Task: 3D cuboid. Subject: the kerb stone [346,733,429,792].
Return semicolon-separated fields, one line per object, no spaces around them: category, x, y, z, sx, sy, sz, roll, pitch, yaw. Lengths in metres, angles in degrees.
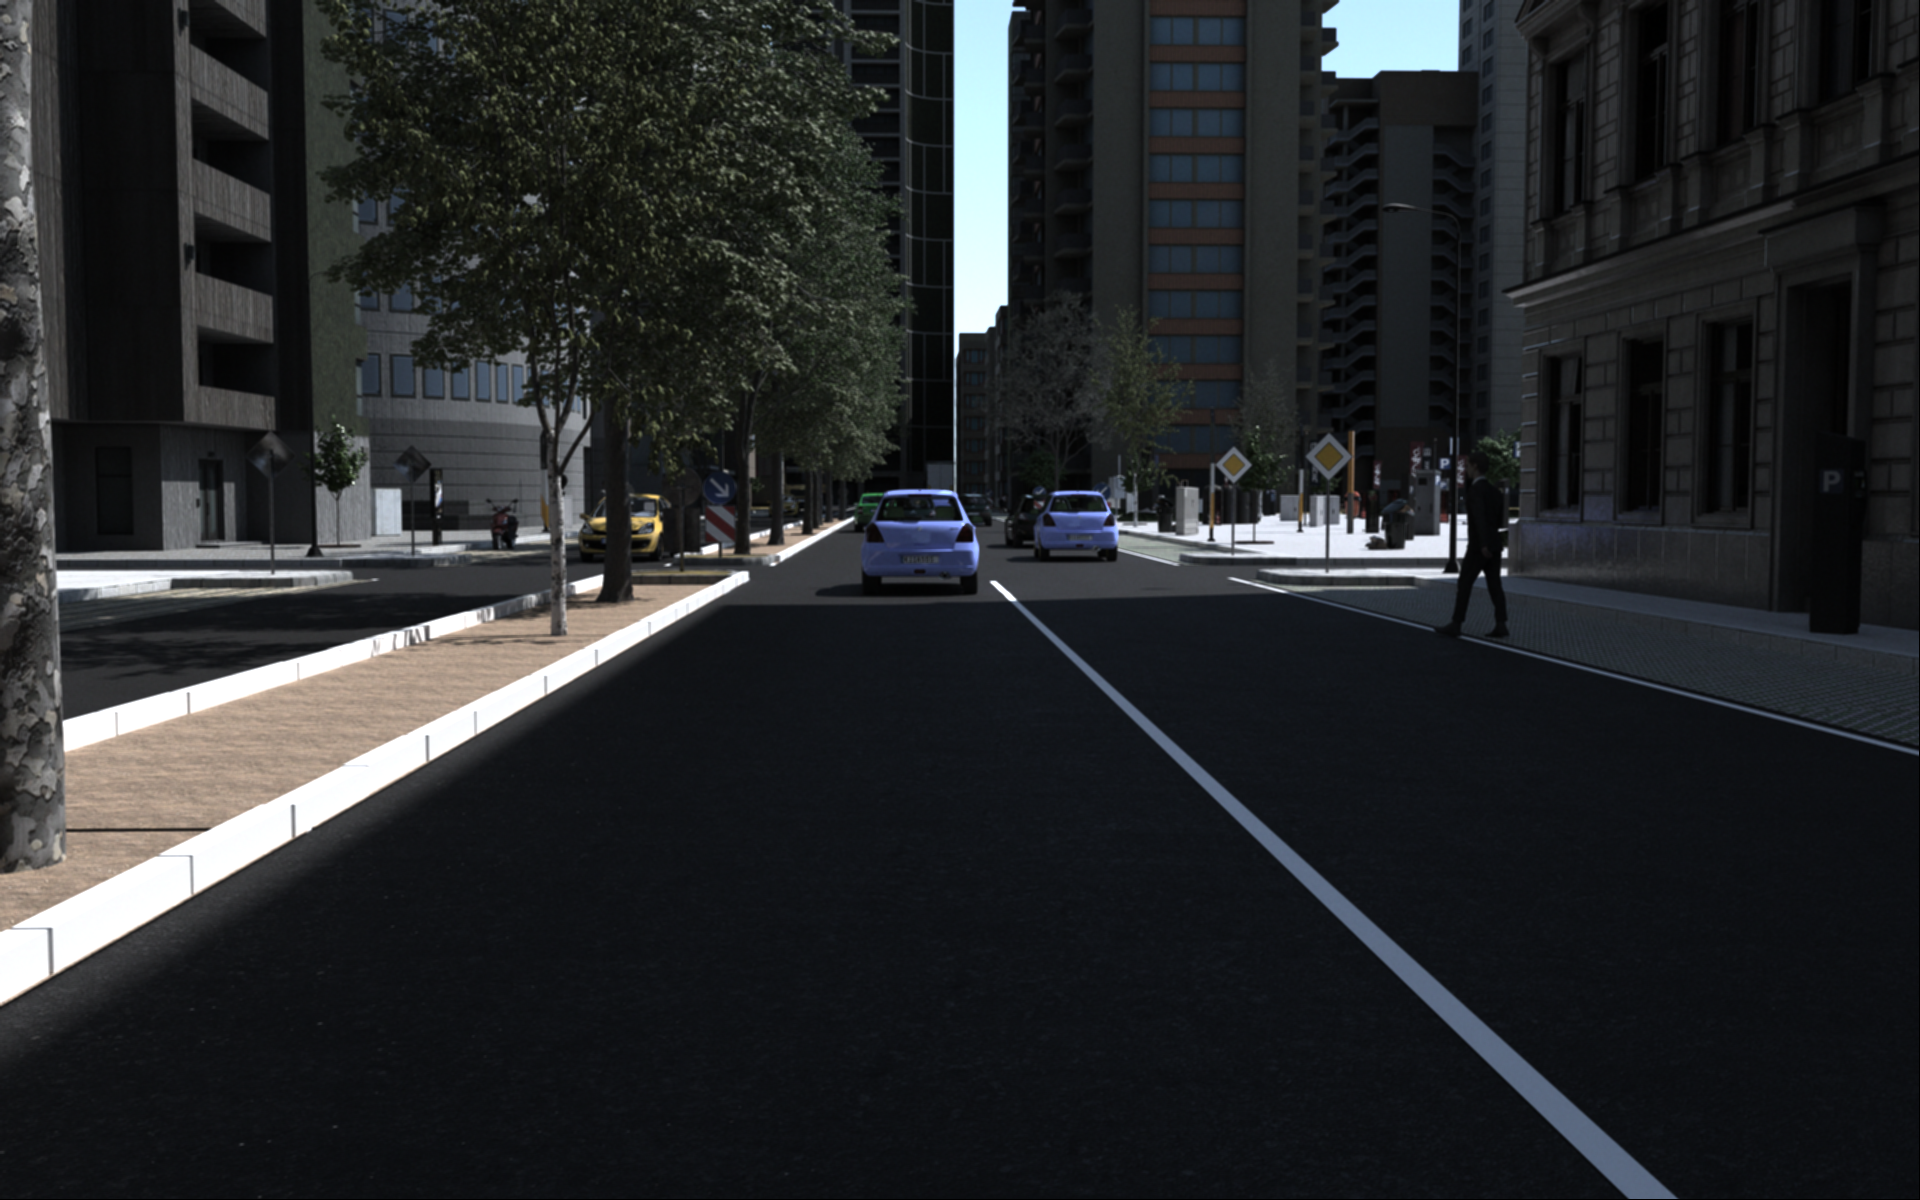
kerb stone;-2.881;0.825;8.706;0.120;0.150;1.000;0;4;-2

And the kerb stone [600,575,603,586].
kerb stone;-5.617;-0.300;27.101;0.120;0.150;1.000;0;4;-2

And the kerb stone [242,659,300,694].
kerb stone;-5.114;0.578;12.754;0.120;0.150;1.000;0;4;-2

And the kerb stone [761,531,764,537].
kerb stone;-6.680;-2.147;57.302;0.120;0.150;1.000;0;4;-2

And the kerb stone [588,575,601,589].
kerb stone;-5.585;-0.237;26.077;0.120;0.150;1.000;0;4;-2

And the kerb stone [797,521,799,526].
kerb stone;-7.354;-3.338;76.770;0.120;0.150;1.000;0;4;-2

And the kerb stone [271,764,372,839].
kerb stone;-2.836;0.892;7.685;0.120;0.150;1.000;0;4;-2

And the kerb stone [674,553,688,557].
kerb stone;-5.964;-0.895;36.834;0.120;0.150;1.000;0;4;-2

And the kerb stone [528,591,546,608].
kerb stone;-5.443;0.014;21.974;0.120;0.150;1.000;0;4;-2

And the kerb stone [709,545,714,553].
kerb stone;-6.133;-1.206;41.966;0.120;0.150;1.000;0;4;-2

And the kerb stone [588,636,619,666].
kerb stone;-3.085;0.451;14.857;0.120;0.150;1.000;0;4;-2

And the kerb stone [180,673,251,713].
kerb stone;-5.072;0.640;11.733;0.120;0.150;1.000;0;4;-2

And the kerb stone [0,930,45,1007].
kerb stone;-2.734;1.078;4.613;0.120;0.150;1.000;0;4;-2

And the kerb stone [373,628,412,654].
kerb stone;-5.229;0.390;15.827;0.120;0.150;1.000;0;4;-2

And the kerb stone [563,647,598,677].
kerb stone;-3.056;0.518;13.828;0.120;0.150;1.000;0;4;-2

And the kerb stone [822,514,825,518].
kerb stone;-8.500;-5.345;109.582;0.120;0.150;1.000;0;4;-2

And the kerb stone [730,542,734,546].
kerb stone;-6.308;-1.517;47.080;0.120;0.150;1.000;0;4;-2

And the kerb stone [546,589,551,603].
kerb stone;-5.462;-0.046;22.997;0.120;0.150;1.000;0;4;-2

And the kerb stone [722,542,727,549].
kerb stone;-6.241;-1.393;45.031;0.120;0.150;1.000;0;4;-2

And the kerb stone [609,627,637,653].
kerb stone;-3.127;0.386;15.887;0.120;0.150;1.000;0;4;-2

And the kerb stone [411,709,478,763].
kerb stone;-2.908;0.763;9.727;0.120;0.150;1.000;0;4;-2

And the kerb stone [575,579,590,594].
kerb stone;-5.547;-0.175;25.056;0.120;0.150;1.000;0;4;-2

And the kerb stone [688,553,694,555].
kerb stone;-5.996;-0.948;37.867;0.120;0.150;1.000;0;4;-2

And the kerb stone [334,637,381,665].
kerb stone;-5.187;0.452;14.804;0.120;0.150;1.000;0;4;-2

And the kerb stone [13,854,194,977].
kerb stone;-2.768;1.015;5.634;0.120;0.150;1.000;0;4;-2

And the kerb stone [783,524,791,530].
kerb stone;-7.175;-3.024;71.644;0.120;0.150;1.000;0;4;-2

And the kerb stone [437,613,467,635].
kerb stone;-5.295;0.265;17.870;0.120;0.150;1.000;0;4;-2

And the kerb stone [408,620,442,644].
kerb stone;-5.258;0.328;16.849;0.120;0.150;1.000;0;4;-2

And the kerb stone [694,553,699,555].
kerb stone;-6.029;-1.017;38.898;0.120;0.150;1.000;0;4;-2

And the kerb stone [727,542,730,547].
kerb stone;-6.286;-1.455;46.052;0.120;0.150;1.000;0;4;-2

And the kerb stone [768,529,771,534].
kerb stone;-6.781;-2.336;60.388;0.120;0.150;1.000;0;4;-2

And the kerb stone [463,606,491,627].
kerb stone;-5.327;0.202;18.892;0.120;0.150;1.000;0;4;-2

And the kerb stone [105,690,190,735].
kerb stone;-5.046;0.702;10.711;0.120;0.150;1.000;0;4;-2

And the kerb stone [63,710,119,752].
kerb stone;-5.006;0.765;9.683;0.120;0.150;1.000;0;4;-2

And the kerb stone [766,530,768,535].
kerb stone;-6.749;-2.273;59.358;0.120;0.150;1.000;0;4;-2

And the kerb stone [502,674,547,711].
kerb stone;-2.986;0.644;11.778;0.120;0.150;1.000;0;4;-2

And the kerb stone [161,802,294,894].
kerb stone;-2.806;0.950;6.657;0.120;0.150;1.000;0;4;-2

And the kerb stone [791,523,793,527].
kerb stone;-7.212;-3.087;72.665;0.120;0.150;1.000;0;4;-2

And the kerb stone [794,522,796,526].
kerb stone;-7.286;-3.212;74.709;0.120;0.150;1.000;0;4;-2

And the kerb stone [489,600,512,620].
kerb stone;-5.360;0.139;19.918;0.120;0.150;1.000;0;4;-2

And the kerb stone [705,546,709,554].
kerb stone;-6.102;-1.147;40.942;0.120;0.150;1.000;0;4;-2

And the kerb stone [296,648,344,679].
kerb stone;-5.148;0.520;13.783;0.120;0.150;1.000;0;4;-2

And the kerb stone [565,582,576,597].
kerb stone;-5.510;-0.110;24.022;0.120;0.150;1.000;0;4;-2

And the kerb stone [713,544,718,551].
kerb stone;-6.173;-1.272;42.987;0.120;0.150;1.000;0;4;-2

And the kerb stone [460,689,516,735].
kerb stone;-2.942;0.700;10.752;0.120;0.150;1.000;0;4;-2

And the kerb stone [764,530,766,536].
kerb stone;-6.713;-2.205;58.330;0.120;0.150;1.000;0;4;-2

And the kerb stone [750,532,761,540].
kerb stone;-6.637;-2.077;56.276;0.120;0.150;1.000;0;4;-2

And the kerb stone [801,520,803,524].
kerb stone;-7.459;-3.526;79.838;0.120;0.150;1.000;0;4;-2

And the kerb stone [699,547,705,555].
kerb stone;-6.065;-1.084;39.920;0.120;0.150;1.000;0;4;-2

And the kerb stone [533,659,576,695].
kerb stone;-3.014;0.580;12.800;0.120;0.150;1.000;0;4;-2

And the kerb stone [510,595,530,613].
kerb stone;-5.403;0.076;20.953;0.120;0.150;1.000;0;4;-2
